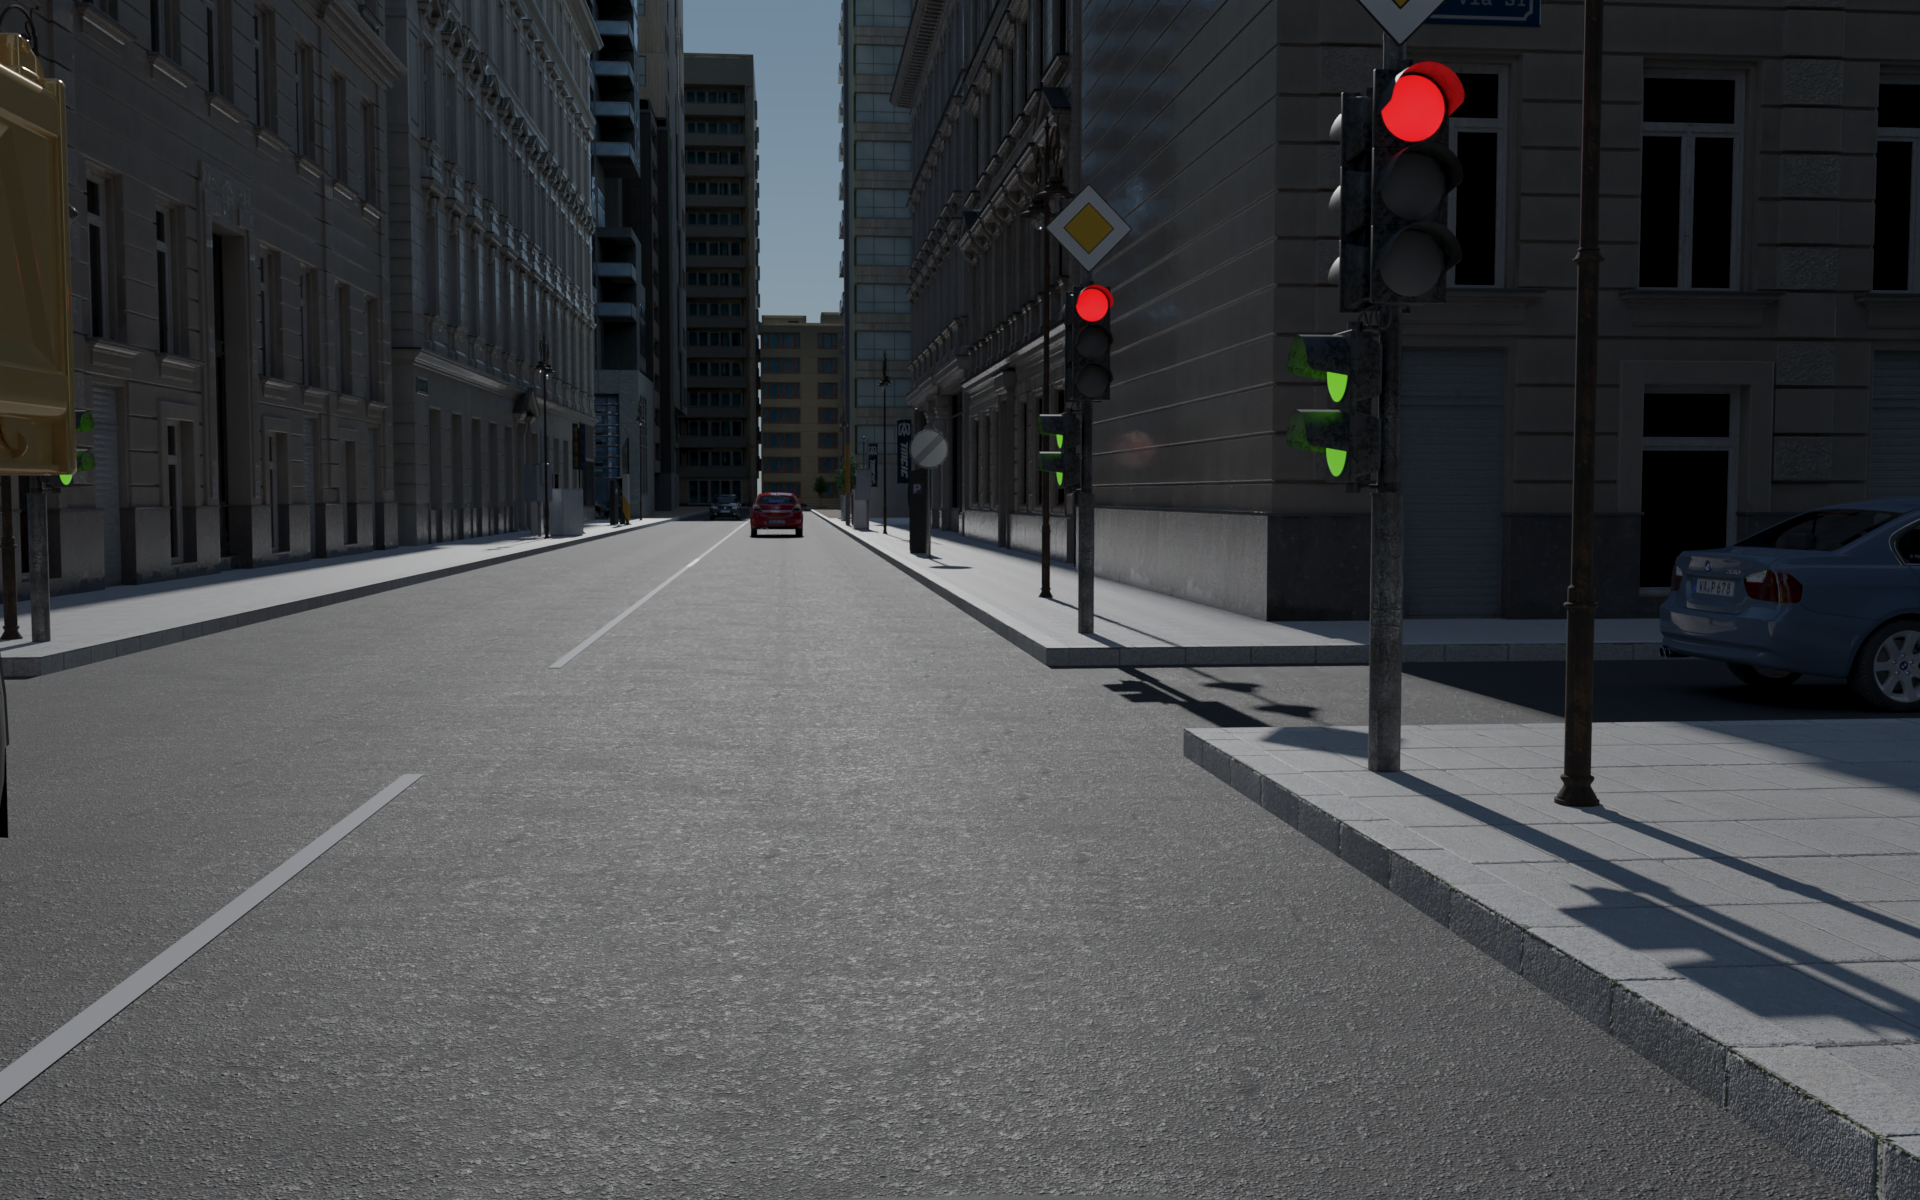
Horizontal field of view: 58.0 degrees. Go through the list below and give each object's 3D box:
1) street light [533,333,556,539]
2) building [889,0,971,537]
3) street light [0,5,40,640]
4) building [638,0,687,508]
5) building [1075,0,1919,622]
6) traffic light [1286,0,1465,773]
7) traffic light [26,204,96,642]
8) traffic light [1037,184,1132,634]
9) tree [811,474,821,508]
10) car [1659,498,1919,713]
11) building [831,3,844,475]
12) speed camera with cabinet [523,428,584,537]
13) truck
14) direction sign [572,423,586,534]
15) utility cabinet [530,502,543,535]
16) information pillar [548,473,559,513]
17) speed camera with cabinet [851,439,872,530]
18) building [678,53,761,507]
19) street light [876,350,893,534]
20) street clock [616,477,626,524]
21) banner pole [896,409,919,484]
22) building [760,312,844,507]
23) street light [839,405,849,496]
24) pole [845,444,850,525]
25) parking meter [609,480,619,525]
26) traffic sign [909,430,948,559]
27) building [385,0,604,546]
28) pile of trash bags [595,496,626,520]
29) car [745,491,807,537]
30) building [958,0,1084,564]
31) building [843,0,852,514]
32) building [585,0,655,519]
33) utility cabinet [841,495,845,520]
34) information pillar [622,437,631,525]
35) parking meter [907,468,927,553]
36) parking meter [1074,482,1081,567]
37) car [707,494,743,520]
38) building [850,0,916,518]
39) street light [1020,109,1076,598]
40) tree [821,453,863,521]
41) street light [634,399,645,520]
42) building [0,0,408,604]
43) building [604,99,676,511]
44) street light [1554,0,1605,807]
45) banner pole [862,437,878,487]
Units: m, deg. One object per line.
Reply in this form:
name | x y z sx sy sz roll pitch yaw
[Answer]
street light | -11.892 -4.703 49.687 0.468 5.910 1.993 0 4 -6
building | 2.465 -13.487 71.428 10.553 20.767 40.483 0 4 -6
street light | -8.391 -2.590 15.140 0.468 5.910 1.993 0 4 -6
building | -37.301 -34.166 147.846 27.495 52.752 28.713 0 4 -6
building | 14.569 -13.831 23.407 25.104 27.353 12.463 0 4 -6
traffic light | 1.952 -1.163 7.932 0.839 4.253 0.868 0 4 -6
traffic light | -7.969 -1.591 14.937 0.839 4.253 0.868 0 4 -6
traffic light | 1.144 -1.649 15.876 0.839 4.253 0.868 0 4 -6
tree | -13.329 -10.600 167.905 1.663 3.219 1.824 0 3 0
car | 7.348 -0.017 12.282 4.499 1.417 2.014 0 4 -6
building | 0.796 -32.499 150.972 23.786 49.044 30.456 0 4 -6
speed camera with cabinet | -12.357 -3.568 52.671 0.660 3.252 2.038 2 4 29
truck | -4.199 -0.364 1.882 3.469 3.379 9.791 0 4 -6
direction sign | -12.259 -3.901 55.781 0.379 3.537 0.876 1 4 13
utility cabinet | -13.308 -2.651 54.512 0.306 1.237 1.020 0 4 -8
information pillar | -14.075 -3.393 59.969 0.304 2.012 0.304 2 4 26
speed camera with cabinet | -3.616 -4.217 63.282 0.660 3.252 2.038 0 4 -8
building | -32.113 -34.227 183.314 21.600 48.544 21.300 0 4 -6
street light | -2.425 -5.080 55.839 0.468 5.910 1.993 0 4 -6
street clock | -14.311 -4.209 73.385 0.471 2.002 0.358 -3 5 -41
banner pole | -1.487 -3.725 50.916 0.863 3.779 0.401 1 4 22
building | -7.098 -21.072 189.572 28.899 21.520 27.650 0 4 -6
street light | -6.049 -7.189 90.321 0.468 5.910 1.993 0 4 -6
pole | -4.597 -4.713 70.905 0.158 3.312 0.155 0 3 0
parking meter | -14.549 -4.105 72.834 0.255 1.863 0.399 1 4 14
traffic sign | -0.615 -2.090 34.275 0.768 2.556 0.104 0 4 -2
building | -23.371 -17.480 62.219 17.030 29.872 44.131 0 4 -6
pile of trash bags | -18.382 -4.770 87.735 3.447 1.369 1.912 2 4 35
car | -6.353 -3.114 59.950 2.155 1.783 4.494 0 4 -6
building | 5.732 -10.777 40.826 10.561 19.102 19.286 0 4 -6
building | 2.350 -35.395 120.701 21.231 58.520 28.212 0 4 -6
building | -29.387 -48.280 102.054 22.319 86.520 31.000 0 4 -6
utility cabinet | -5.629 -4.498 84.707 0.306 1.237 1.020 -1 4 -10
information pillar | -13.852 -4.923 71.851 0.183 3.616 0.504 -3 4 -39
parking meter | -0.924 -1.948 37.560 0.399 1.863 0.255 1 4 8
parking meter | 2.155 -1.531 30.739 0.255 1.863 0.399 0 4 6
car | -13.130 -5.331 96.946 2.009 1.686 4.222 0 4 -7
building | 0.660 -25.458 99.840 14.154 41.232 14.086 0 4 -6
street light | 1.066 -2.970 21.344 0.468 5.910 1.993 0 4 -6
tree | -5.810 -5.729 88.276 1.663 3.219 1.824 0 3 0
street light | -15.568 -6.823 84.347 0.468 5.910 1.993 0 4 -6
building | -17.641 -14.078 27.436 12.463 27.353 25.104 0 4 -6
building | -28.449 -21.699 126.487 14.160 30.474 14.107 0 4 -6
street light | 2.559 -2.093 7.005 0.468 5.910 1.993 0 4 -6
banner pole | -3.971 -5.237 75.642 0.863 3.779 0.401 1 4 13
